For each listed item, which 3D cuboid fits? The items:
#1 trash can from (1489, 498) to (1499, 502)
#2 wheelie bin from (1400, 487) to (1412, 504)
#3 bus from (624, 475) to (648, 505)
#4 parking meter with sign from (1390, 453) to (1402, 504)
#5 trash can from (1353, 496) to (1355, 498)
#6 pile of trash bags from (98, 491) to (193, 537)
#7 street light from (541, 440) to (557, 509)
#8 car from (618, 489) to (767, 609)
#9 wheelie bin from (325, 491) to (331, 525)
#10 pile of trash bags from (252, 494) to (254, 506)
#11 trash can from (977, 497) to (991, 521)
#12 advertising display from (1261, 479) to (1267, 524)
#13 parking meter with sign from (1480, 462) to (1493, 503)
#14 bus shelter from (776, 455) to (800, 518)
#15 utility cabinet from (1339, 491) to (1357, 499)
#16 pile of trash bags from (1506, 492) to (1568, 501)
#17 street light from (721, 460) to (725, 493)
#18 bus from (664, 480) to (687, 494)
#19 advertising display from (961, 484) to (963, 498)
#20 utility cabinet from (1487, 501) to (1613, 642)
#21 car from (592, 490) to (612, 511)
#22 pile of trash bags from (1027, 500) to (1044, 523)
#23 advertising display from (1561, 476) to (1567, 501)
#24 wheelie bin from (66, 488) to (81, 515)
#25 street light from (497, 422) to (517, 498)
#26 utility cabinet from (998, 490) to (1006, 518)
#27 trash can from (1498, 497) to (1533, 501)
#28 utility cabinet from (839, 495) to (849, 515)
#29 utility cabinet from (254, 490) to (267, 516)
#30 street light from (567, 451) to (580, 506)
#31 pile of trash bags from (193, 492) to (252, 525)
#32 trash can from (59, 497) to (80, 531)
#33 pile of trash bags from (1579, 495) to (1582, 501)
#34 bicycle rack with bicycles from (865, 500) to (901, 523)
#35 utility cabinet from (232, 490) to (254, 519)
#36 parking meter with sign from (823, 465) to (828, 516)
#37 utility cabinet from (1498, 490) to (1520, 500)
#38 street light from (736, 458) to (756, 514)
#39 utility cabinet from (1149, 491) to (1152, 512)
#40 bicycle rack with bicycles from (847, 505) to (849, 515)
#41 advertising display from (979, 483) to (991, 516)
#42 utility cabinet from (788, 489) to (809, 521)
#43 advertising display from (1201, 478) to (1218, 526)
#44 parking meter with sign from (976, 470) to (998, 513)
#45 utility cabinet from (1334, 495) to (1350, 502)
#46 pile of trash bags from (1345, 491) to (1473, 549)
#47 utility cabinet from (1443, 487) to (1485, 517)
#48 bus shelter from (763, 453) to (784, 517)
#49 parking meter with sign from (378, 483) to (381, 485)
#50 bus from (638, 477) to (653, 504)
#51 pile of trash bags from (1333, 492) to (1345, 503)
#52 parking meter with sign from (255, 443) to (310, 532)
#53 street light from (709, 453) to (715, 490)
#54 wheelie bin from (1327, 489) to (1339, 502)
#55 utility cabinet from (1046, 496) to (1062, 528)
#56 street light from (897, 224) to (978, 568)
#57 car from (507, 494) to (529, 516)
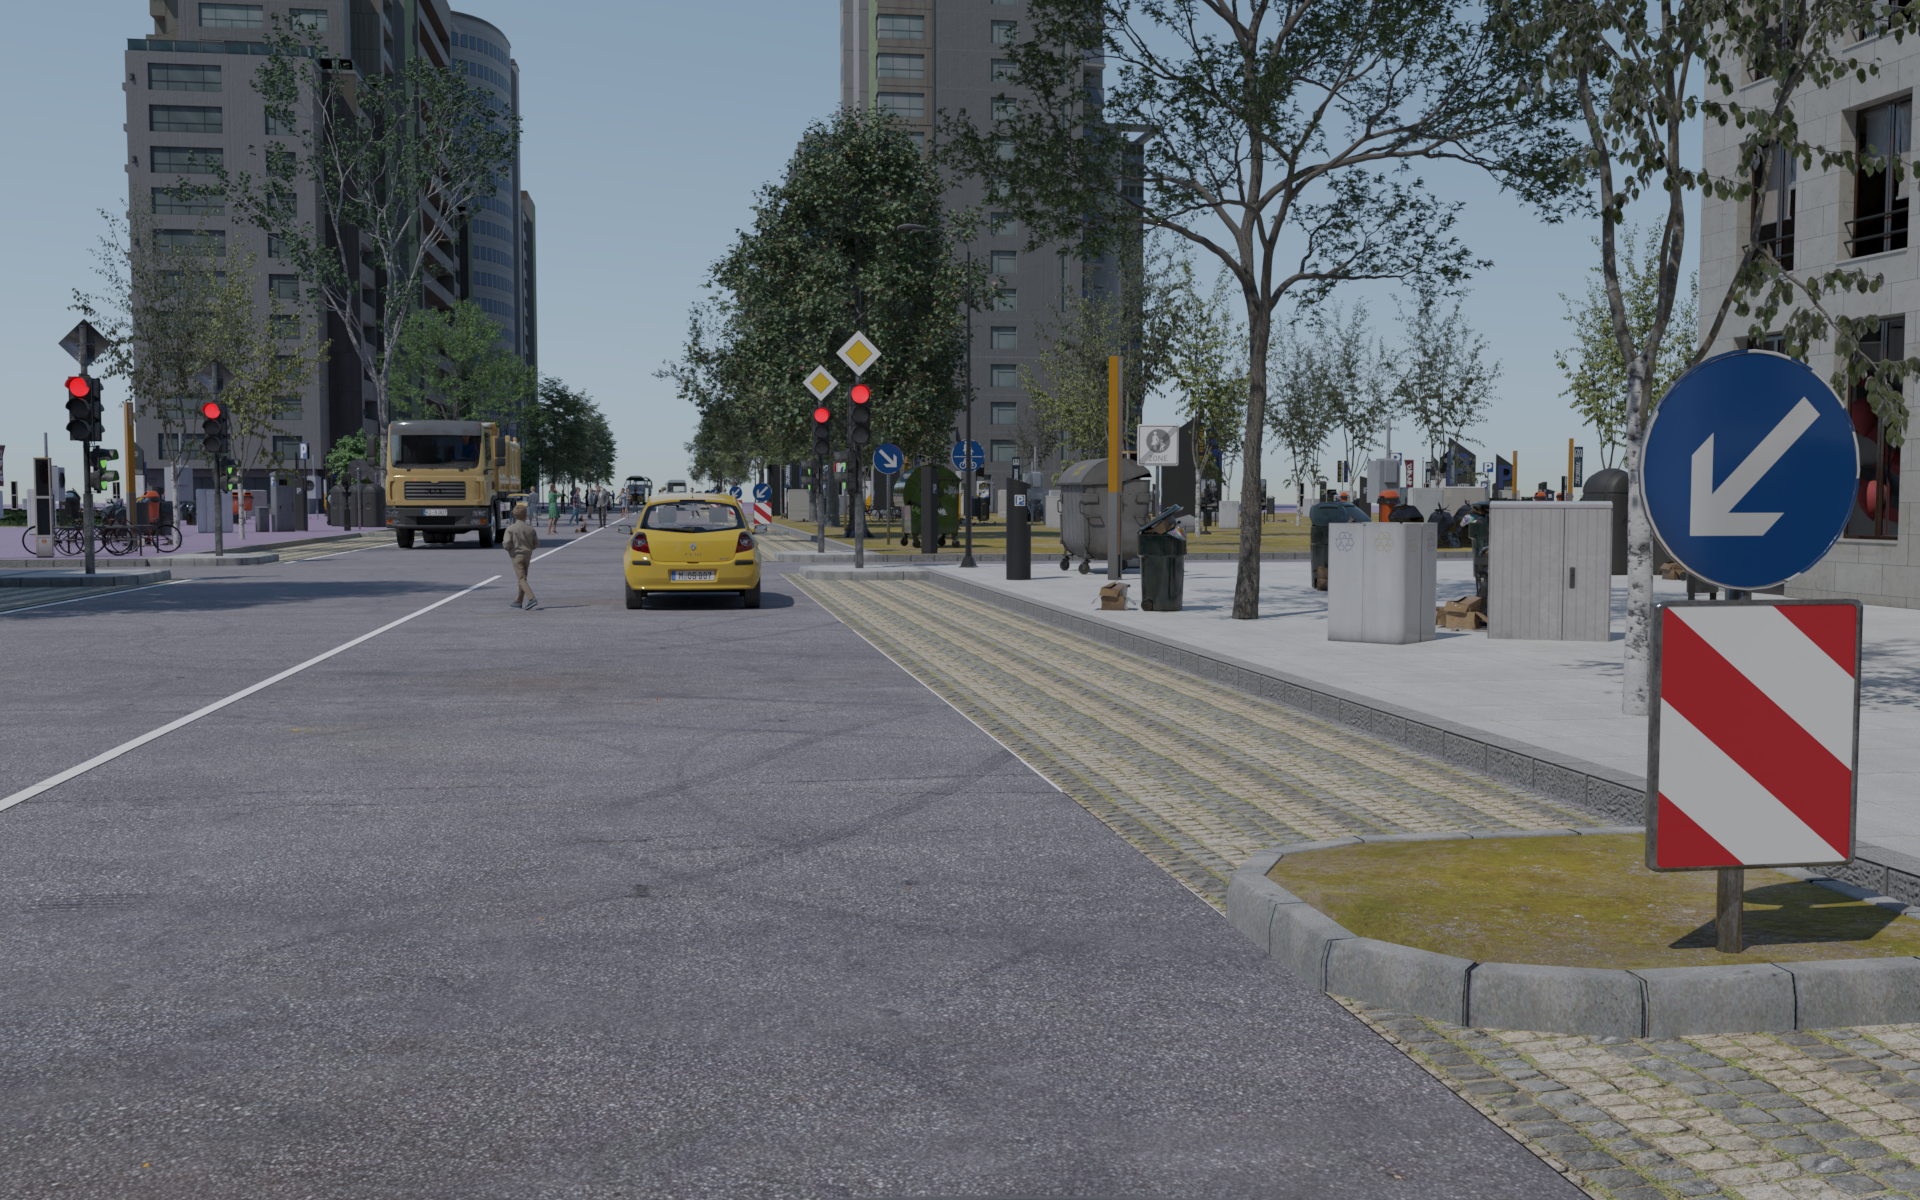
[{"bbox_3d":[21.367,-3.497,68.833,0.748,1.137,0.748,0,3,0],"label":"trash can"},{"bbox_3d":[20.290,-4.349,79.021,0.980,1.594,0.693,0,4,-3],"label":"wheelie bin"},{"bbox_3d":[-43.251,-14.705,231.965,2.896,3.916,12.252,-1,4,-8],"label":"bus"},{"bbox_3d":[18.542,-4.740,73.756,0.543,3.016,1.738,1,4,16],"label":"parking meter with sign"},{"bbox_3d":[23.548,-5.709,104.994,0.748,1.137,0.748,0,3,0],"label":"trash can"},{"bbox_3d":[-25.058,-2.643,52.969,1.912,1.369,3.447,-3,4,-39],"label":"pile of trash bags"},{"bbox_3d":[-35.121,-10.733,148.024,1.470,5.913,1.316,-1,4,-9],"label":"street light"},{"bbox_3d":[-3.554,-0.785,23.057,2.015,1.641,3.980,-1,4,-9],"label":"car"},{"bbox_3d":[-25.633,-3.860,71.019,0.693,1.594,0.980,-1,4,-14],"label":"wheelie bin"},{"bbox_3d":[-36.257,-4.574,84.537,3.447,1.369,1.912,-3,4,-38],"label":"pile of trash bags"},{"bbox_3d":[1.104,-4.344,82.673,0.748,1.137,0.748,0,3,0],"label":"trash can"},{"bbox_3d":[12.723,-4.200,73.885,0.974,1.923,0.123,-3,5,-42],"label":"advertising display"},{"bbox_3d":[28.678,-6.016,94.618,0.543,3.016,1.738,2,4,27],"label":"parking meter with sign"},{"bbox_3d":[-8.775,-7.096,93.647,2.179,5.291,8.768,-1,4,-9],"label":"bus shelter"},{"bbox_3d":[24.688,-6.211,110.228,0.318,1.500,1.173,-3,5,-41],"label":"utility cabinet"},{"bbox_3d":[24.599,-3.993,75.030,1.912,1.369,3.447,0,4,-3],"label":"pile of trash bags"},{"bbox_3d":[-20.039,-10.903,150.802,1.470,5.913,1.316,-1,4,-9],"label":"street light"},{"bbox_3d":[-37.332,-14.211,227.208,2.948,3.499,13.247,-1,4,-11],"label":"bus"},{"bbox_3d":[0.331,-6.263,107.619,0.123,1.923,0.974,-2,4,-34],"label":"advertising display"},{"bbox_3d":[5.198,-0.252,15.278,1.020,1.237,0.306,1,4,19],"label":"utility cabinet"},{"bbox_3d":[-31.564,-8.737,151.523,2.281,1.827,5.304,-1,4,-9],"label":"car"},{"bbox_3d":[3.975,-4.210,78.585,3.447,1.369,1.912,3,5,42],"label":"pile of trash bags"},{"bbox_3d":[21.393,-3.433,61.350,0.123,1.923,0.974,2,4,24],"label":"advertising display"},{"bbox_3d":[-43.427,-4.706,84.848,0.693,1.594,0.980,-2,4,-25],"label":"wheelie bin"},{"bbox_3d":[-29.142,-8.486,111.284,1.470,5.913,1.316,-1,4,-9],"label":"street light"},{"bbox_3d":[2.588,-5.058,91.374,1.173,1.500,0.318,2,4,29],"label":"utility cabinet"},{"bbox_3d":[17.516,-2.610,54.326,0.748,1.137,0.748,0,3,0],"label":"trash can"},{"bbox_3d":[-7.054,-5.814,106.215,1.020,1.237,0.306,-3,5,-42],"label":"utility cabinet"},{"bbox_3d":[-40.333,-5.546,99.357,0.318,1.500,1.173,2,4,28],"label":"utility cabinet"},{"bbox_3d":[-41.295,-12.987,184.882,1.470,5.913,1.316,-1,4,-9],"label":"street light"},{"bbox_3d":[-31.325,-3.769,71.382,3.447,1.369,1.912,-1,4,-11],"label":"pile of trash bags"},{"bbox_3d":[-31.362,-3.015,60.953,0.748,1.137,0.748,0,3,0],"label":"trash can"},{"bbox_3d":[42.517,-6.650,118.484,3.447,1.369,1.912,2,4,32],"label":"pile of trash bags"},{"bbox_3d":[-2.681,-3.948,77.925,2.925,0.926,2.852,-1,4,-21],"label":"bicycle rack with bicycles"},{"bbox_3d":[-36.449,-4.838,87.784,1.173,1.500,0.318,2,4,30],"label":"utility cabinet"},{"bbox_3d":[-8.149,-6.577,103.795,0.543,3.016,1.738,-1,4,-13],"label":"parking meter with sign"},{"bbox_3d":[30.521,-5.364,96.383,1.173,1.500,0.318,0,4,1],"label":"utility cabinet"},{"bbox_3d":[-13.990,-8.636,113.734,1.470,5.913,1.316,-1,4,-9],"label":"street light"},{"bbox_3d":[12.295,-6.446,114.069,1.173,1.500,0.318,-3,4,-38],"label":"utility cabinet"},{"bbox_3d":[-5.535,-5.433,102.216,2.925,0.926,2.852,-1,4,-16],"label":"bicycle rack with bicycles"},{"bbox_3d":[1.463,-5.985,103.061,0.123,1.923,0.974,-3,4,-38],"label":"advertising display"},{"bbox_3d":[-7.613,-4.535,82.830,1.173,1.500,0.318,-1,4,-14],"label":"utility cabinet"},{"bbox_3d":[9.826,-3.883,68.705,0.974,1.923,0.123,-2,4,-34],"label":"advertising display"},{"bbox_3d":[1.939,-7.239,114.620,1.738,3.016,0.543,1,4,18],"label":"parking meter with sign"},{"bbox_3d":[21.748,-5.329,98.294,1.020,1.237,0.306,-1,4,-14],"label":"utility cabinet"},{"bbox_3d":[11.297,-1.998,42.426,1.912,1.369,3.447,-1,4,-21],"label":"pile of trash bags"},{"bbox_3d":[15.074,-2.640,51.836,1.173,1.500,0.318,0,4,2],"label":"utility cabinet"},{"bbox_3d":[-10.666,-6.745,101.570,1.731,3.624,6.357,-1,4,-9],"label":"bus shelter"},{"bbox_3d":[-35.843,-6.662,105.183,1.738,3.016,0.543,1,4,11],"label":"parking meter with sign"},{"bbox_3d":[-45.576,-15.754,249.124,2.896,3.916,12.252,-1,4,-9],"label":"bus"},{"bbox_3d":[21.187,-5.213,94.988,1.912,1.369,3.447,1,4,16],"label":"pile of trash bags"},{"bbox_3d":[-22.966,-3.816,58.660,0.543,3.016,1.738,3,5,44],"label":"parking meter with sign"},{"bbox_3d":[-27.545,-13.682,196.242,1.470,5.913,1.316,-1,4,-9],"label":"street light"},{"bbox_3d":[23.921,-6.324,111.301,0.980,1.594,0.693,-1,4,-12],"label":"wheelie bin"},{"bbox_3d":[3.752,-3.375,66.344,0.306,1.237,1.020,-3,5,-44],"label":"utility cabinet"},{"bbox_3d":[-0.385,-3.516,30.035,1.470,5.913,1.316,-1,4,-9],"label":"street light"},{"bbox_3d":[-25.894,-5.593,101.670,2.015,1.641,3.980,-1,4,-10],"label":"car"}]
